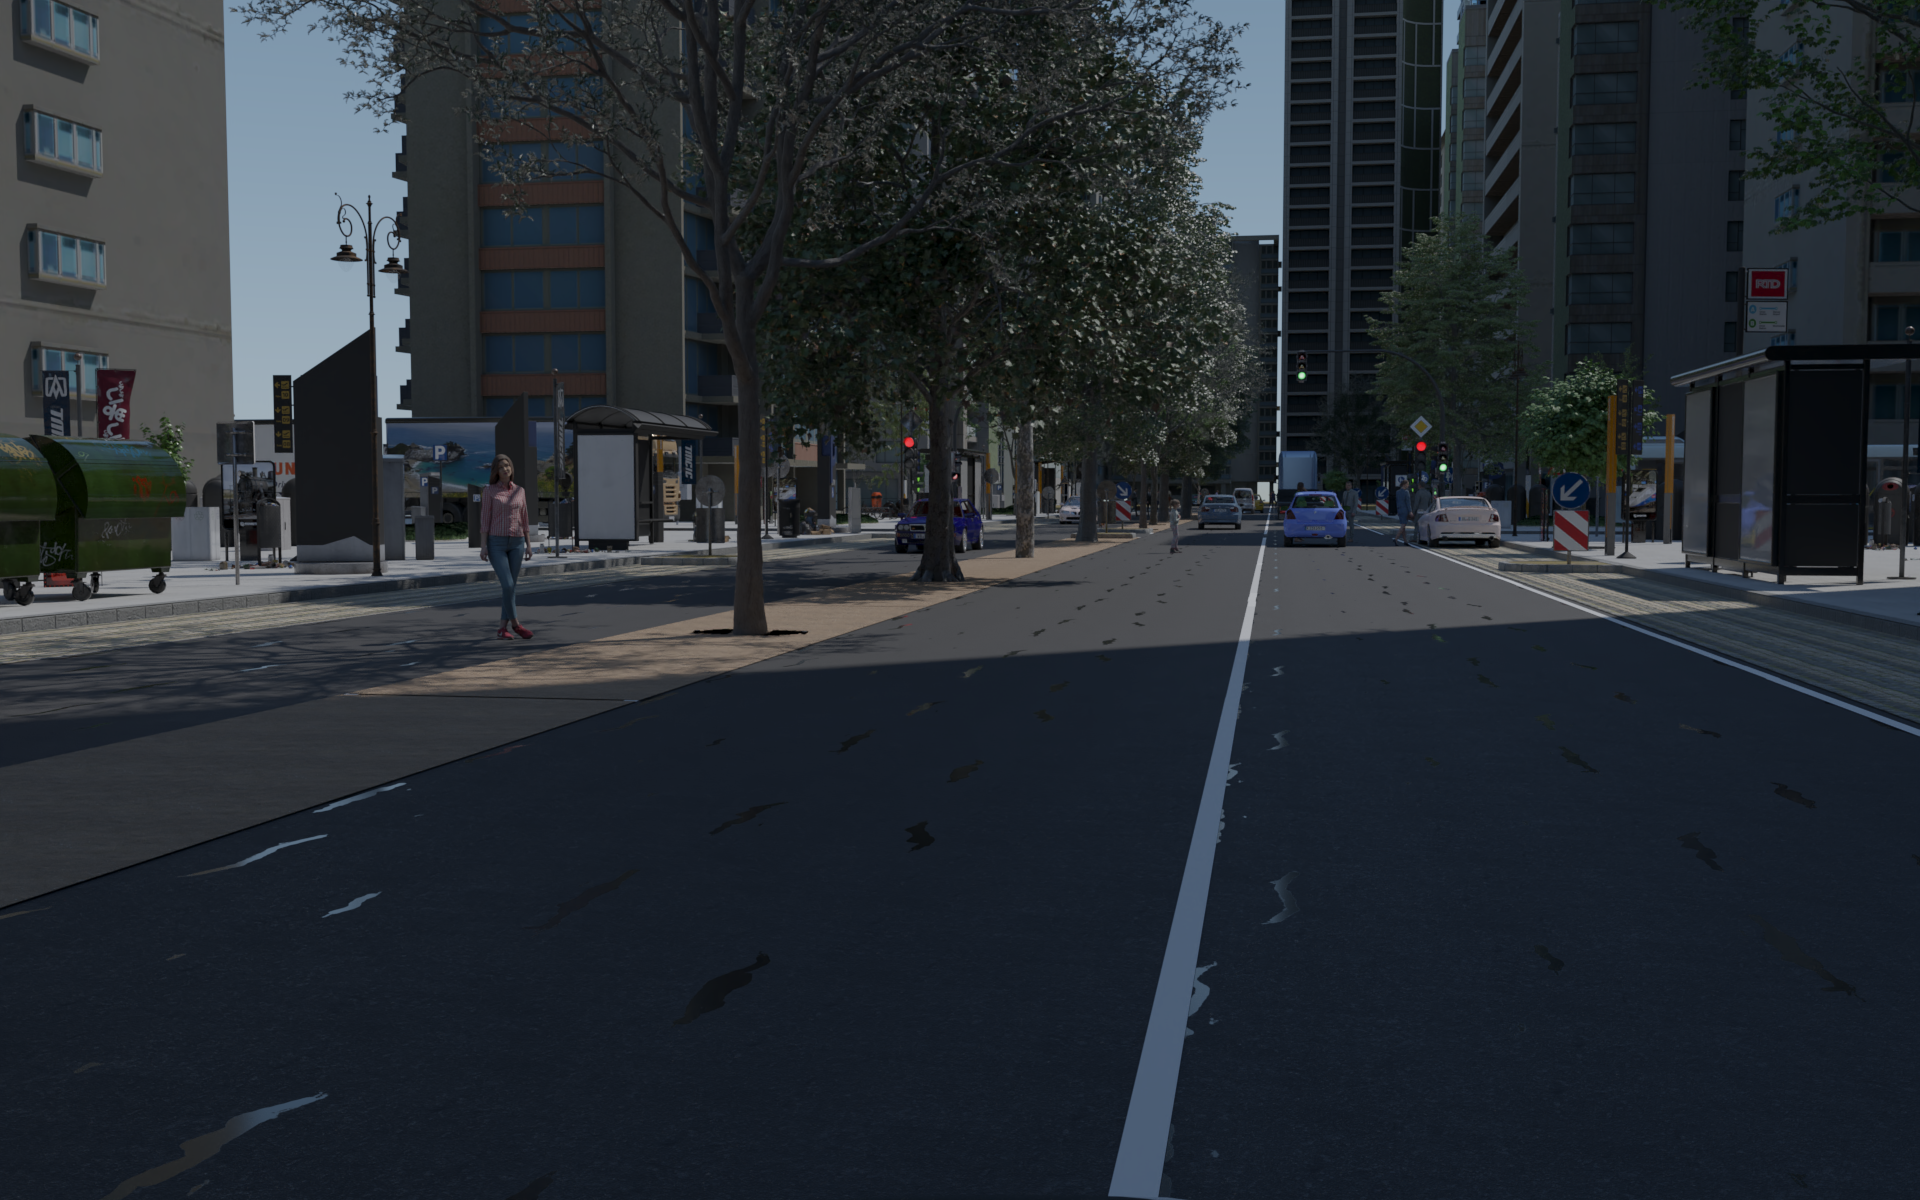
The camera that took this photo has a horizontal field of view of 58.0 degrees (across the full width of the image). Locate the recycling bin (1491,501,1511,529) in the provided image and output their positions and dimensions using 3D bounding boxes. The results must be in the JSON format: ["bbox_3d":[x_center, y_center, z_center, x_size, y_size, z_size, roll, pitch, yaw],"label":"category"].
[{"bbox_3d":[20.207,-3.190,64.716,0.722,1.027,0.722,1,4,16],"label":"recycling bin"}]

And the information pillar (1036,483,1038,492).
[{"bbox_3d":[4.908,-6.694,113.945,0.304,2.012,0.304,-3,4,-39],"label":"information pillar"}]

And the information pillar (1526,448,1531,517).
[{"bbox_3d":[25.082,-5.203,76.431,0.183,3.616,0.504,0,4,1],"label":"information pillar"}]

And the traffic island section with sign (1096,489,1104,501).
[{"bbox_3d":[9.384,-6.587,116.331,1.989,1.847,2.006,1,4,10],"label":"traffic island section with sign"}]

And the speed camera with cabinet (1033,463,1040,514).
[{"bbox_3d":[4.616,-7.085,110.173,0.660,3.252,2.038,1,4,12],"label":"speed camera with cabinet"}]

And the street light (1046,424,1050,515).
[{"bbox_3d":[5.471,-8.268,107.963,0.468,5.910,1.993,1,4,10],"label":"street light"}]

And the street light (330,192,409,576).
[{"bbox_3d":[-9.123,-3.311,26.925,0.468,5.910,1.993,1,4,10],"label":"street light"}]

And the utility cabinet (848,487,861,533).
[{"bbox_3d":[-3.451,-2.946,56.841,0.318,1.500,1.173,-1,4,-10],"label":"utility cabinet"}]

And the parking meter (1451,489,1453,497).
[{"bbox_3d":[24.588,-4.748,86.033,0.372,1.533,0.369,0,3,0],"label":"parking meter"}]

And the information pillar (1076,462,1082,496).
[{"bbox_3d":[8.589,-8.144,124.510,0.504,3.616,0.183,3,4,37],"label":"information pillar"}]

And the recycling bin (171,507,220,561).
[{"bbox_3d":[-14.745,-1.276,33.419,0.722,1.027,0.722,-1,4,-9],"label":"recycling bin"}]

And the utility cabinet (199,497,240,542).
[{"bbox_3d":[-19.679,-2.139,46.128,1.020,1.237,0.306,0,4,2],"label":"utility cabinet"}]

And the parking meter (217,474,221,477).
[{"bbox_3d":[-21.704,-2.768,50.974,0.255,1.863,0.399,-1,4,-8],"label":"parking meter"}]

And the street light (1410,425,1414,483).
[{"bbox_3d":[23.836,-7.244,91.233,0.468,5.910,1.993,1,4,10],"label":"street light"}]

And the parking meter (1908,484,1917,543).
[{"bbox_3d":[24.996,-2.279,45.669,0.372,1.533,0.369,0,3,0],"label":"parking meter"}]

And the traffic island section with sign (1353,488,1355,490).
[{"bbox_3d":[25.705,-6.378,112.912,1.989,1.847,2.006,1,4,10],"label":"traffic island section with sign"}]

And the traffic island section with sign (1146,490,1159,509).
[{"bbox_3d":[18.351,-9.617,165.870,1.989,1.847,2.006,1,4,10],"label":"traffic island section with sign"}]

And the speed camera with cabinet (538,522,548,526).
[{"bbox_3d":[-15.692,-4.547,68.675,2.038,3.252,0.660,1,4,13],"label":"speed camera with cabinet"}]

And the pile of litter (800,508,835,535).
[{"bbox_3d":[-4.479,-2.495,54.761,1.176,0.858,1.719,2,4,35],"label":"pile of litter"}]

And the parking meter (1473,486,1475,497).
[{"bbox_3d":[33.439,-6.520,112.320,0.255,1.863,0.399,-2,4,-32],"label":"parking meter"}]

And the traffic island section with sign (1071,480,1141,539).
[{"bbox_3d":[4.713,-2.953,56.415,2.006,1.907,1.989,1,4,10],"label":"traffic island section with sign"}]

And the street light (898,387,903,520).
[{"bbox_3d":[-2.210,-5.680,65.652,0.468,5.910,1.993,1,4,10],"label":"street light"}]

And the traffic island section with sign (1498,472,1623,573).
[{"bbox_3d":[11.092,-1.438,32.143,1.989,1.847,2.006,1,4,10],"label":"traffic island section with sign"}]

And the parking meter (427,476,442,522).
[{"bbox_3d":[-16.738,-3.026,55.187,0.399,1.863,0.255,-2,4,-26],"label":"parking meter"}]

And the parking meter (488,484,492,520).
[{"bbox_3d":[-11.654,-2.129,43.219,0.372,1.533,0.369,0,3,0],"label":"parking meter"}]

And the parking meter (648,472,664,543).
[{"bbox_3d":[-8.058,-2.454,45.828,0.399,1.863,0.255,3,4,36],"label":"parking meter"}]

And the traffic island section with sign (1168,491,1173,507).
[{"bbox_3d":[23.225,-11.265,192.818,1.989,1.847,2.006,1,4,10],"label":"traffic island section with sign"}]

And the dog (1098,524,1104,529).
[{"bbox_3d":[5.569,-2.987,68.124,0.406,0.507,0.540,-1,4,-23],"label":"dog"}]

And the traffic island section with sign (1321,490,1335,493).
[{"bbox_3d":[34.650,-9.398,162.290,1.989,1.847,2.006,1,4,10],"label":"traffic island section with sign"}]

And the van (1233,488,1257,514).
[{"bbox_3d":[20.550,-7.255,125.636,2.013,2.044,4.112,1,4,10],"label":"van"}]

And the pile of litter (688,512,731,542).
[{"bbox_3d":[-6.748,-1.994,46.568,1.176,0.858,1.719,0,4,-4],"label":"pile of litter"}]

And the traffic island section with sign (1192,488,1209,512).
[{"bbox_3d":[19.413,-7.921,137.646,2.006,1.907,1.989,1,4,10],"label":"traffic island section with sign"}]

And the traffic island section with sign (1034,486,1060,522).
[{"bbox_3d":[4.583,-4.965,89.805,1.989,1.847,2.006,1,4,10],"label":"traffic island section with sign"}]

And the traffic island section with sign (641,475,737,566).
[{"bbox_3d":[-5.249,-1.640,35.440,1.989,1.847,2.006,1,4,10],"label":"traffic island section with sign"}]

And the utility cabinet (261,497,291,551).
[{"bbox_3d":[-15.579,-1.729,39.438,0.306,1.237,1.020,0,4,1],"label":"utility cabinet"}]

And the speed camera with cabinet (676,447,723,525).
[{"bbox_3d":[-10.975,-4.772,72.362,2.038,3.252,0.660,1,4,12],"label":"speed camera with cabinet"}]

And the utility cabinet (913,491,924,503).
[{"bbox_3d":[-2.590,-6.540,115.606,1.173,1.500,0.318,2,4,29],"label":"utility cabinet"}]

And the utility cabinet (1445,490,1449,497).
[{"bbox_3d":[26.622,-5.269,94.830,0.318,1.500,1.173,-1,4,-20],"label":"utility cabinet"}]

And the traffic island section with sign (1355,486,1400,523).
[{"bbox_3d":[20.895,-4.756,86.388,1.989,1.847,2.006,1,4,10],"label":"traffic island section with sign"}]

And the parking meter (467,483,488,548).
[{"bbox_3d":[-11.536,-2.010,41.274,0.372,1.533,0.369,0,3,0],"label":"parking meter"}]

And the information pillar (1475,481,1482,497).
[{"bbox_3d":[29.710,-5.791,99.168,0.304,2.012,0.304,-2,4,-28],"label":"information pillar"}]

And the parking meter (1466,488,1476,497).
[{"bbox_3d":[23.304,-4.326,79.135,0.372,1.533,0.369,0,3,0],"label":"parking meter"}]

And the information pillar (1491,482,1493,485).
[{"bbox_3d":[31.331,-5.999,102.568,0.304,2.012,0.304,3,4,37],"label":"information pillar"}]

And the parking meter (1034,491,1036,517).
[{"bbox_3d":[4.186,-5.549,99.143,0.372,1.533,0.369,0,3,0],"label":"parking meter"}]

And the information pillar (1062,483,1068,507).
[{"bbox_3d":[7.044,-6.835,116.243,0.304,2.012,0.304,-1,4,-21],"label":"information pillar"}]

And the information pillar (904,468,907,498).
[{"bbox_3d":[-3.261,-6.845,103.272,0.183,3.616,0.504,0,4,7],"label":"information pillar"}]

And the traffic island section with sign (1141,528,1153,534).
[{"bbox_3d":[6.041,-3.399,63.702,2.006,1.907,1.989,1,4,10],"label":"traffic island section with sign"}]

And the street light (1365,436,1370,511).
[{"bbox_3d":[31.614,-9.882,134.359,0.468,5.910,1.993,1,4,10],"label":"street light"}]

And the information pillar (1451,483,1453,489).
[{"bbox_3d":[26.421,-5.385,92.537,0.304,2.012,0.304,-3,4,-36],"label":"information pillar"}]

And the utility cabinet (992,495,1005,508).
[{"bbox_3d":[2.922,-7.157,128.182,0.306,1.237,1.020,2,4,35],"label":"utility cabinet"}]

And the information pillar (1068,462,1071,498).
[{"bbox_3d":[7.890,-8.176,125.027,0.183,3.616,0.504,1,4,18],"label":"information pillar"}]

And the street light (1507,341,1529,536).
[{"bbox_3d":[16.825,-4.866,52.349,0.468,5.910,1.993,1,4,10],"label":"street light"}]
